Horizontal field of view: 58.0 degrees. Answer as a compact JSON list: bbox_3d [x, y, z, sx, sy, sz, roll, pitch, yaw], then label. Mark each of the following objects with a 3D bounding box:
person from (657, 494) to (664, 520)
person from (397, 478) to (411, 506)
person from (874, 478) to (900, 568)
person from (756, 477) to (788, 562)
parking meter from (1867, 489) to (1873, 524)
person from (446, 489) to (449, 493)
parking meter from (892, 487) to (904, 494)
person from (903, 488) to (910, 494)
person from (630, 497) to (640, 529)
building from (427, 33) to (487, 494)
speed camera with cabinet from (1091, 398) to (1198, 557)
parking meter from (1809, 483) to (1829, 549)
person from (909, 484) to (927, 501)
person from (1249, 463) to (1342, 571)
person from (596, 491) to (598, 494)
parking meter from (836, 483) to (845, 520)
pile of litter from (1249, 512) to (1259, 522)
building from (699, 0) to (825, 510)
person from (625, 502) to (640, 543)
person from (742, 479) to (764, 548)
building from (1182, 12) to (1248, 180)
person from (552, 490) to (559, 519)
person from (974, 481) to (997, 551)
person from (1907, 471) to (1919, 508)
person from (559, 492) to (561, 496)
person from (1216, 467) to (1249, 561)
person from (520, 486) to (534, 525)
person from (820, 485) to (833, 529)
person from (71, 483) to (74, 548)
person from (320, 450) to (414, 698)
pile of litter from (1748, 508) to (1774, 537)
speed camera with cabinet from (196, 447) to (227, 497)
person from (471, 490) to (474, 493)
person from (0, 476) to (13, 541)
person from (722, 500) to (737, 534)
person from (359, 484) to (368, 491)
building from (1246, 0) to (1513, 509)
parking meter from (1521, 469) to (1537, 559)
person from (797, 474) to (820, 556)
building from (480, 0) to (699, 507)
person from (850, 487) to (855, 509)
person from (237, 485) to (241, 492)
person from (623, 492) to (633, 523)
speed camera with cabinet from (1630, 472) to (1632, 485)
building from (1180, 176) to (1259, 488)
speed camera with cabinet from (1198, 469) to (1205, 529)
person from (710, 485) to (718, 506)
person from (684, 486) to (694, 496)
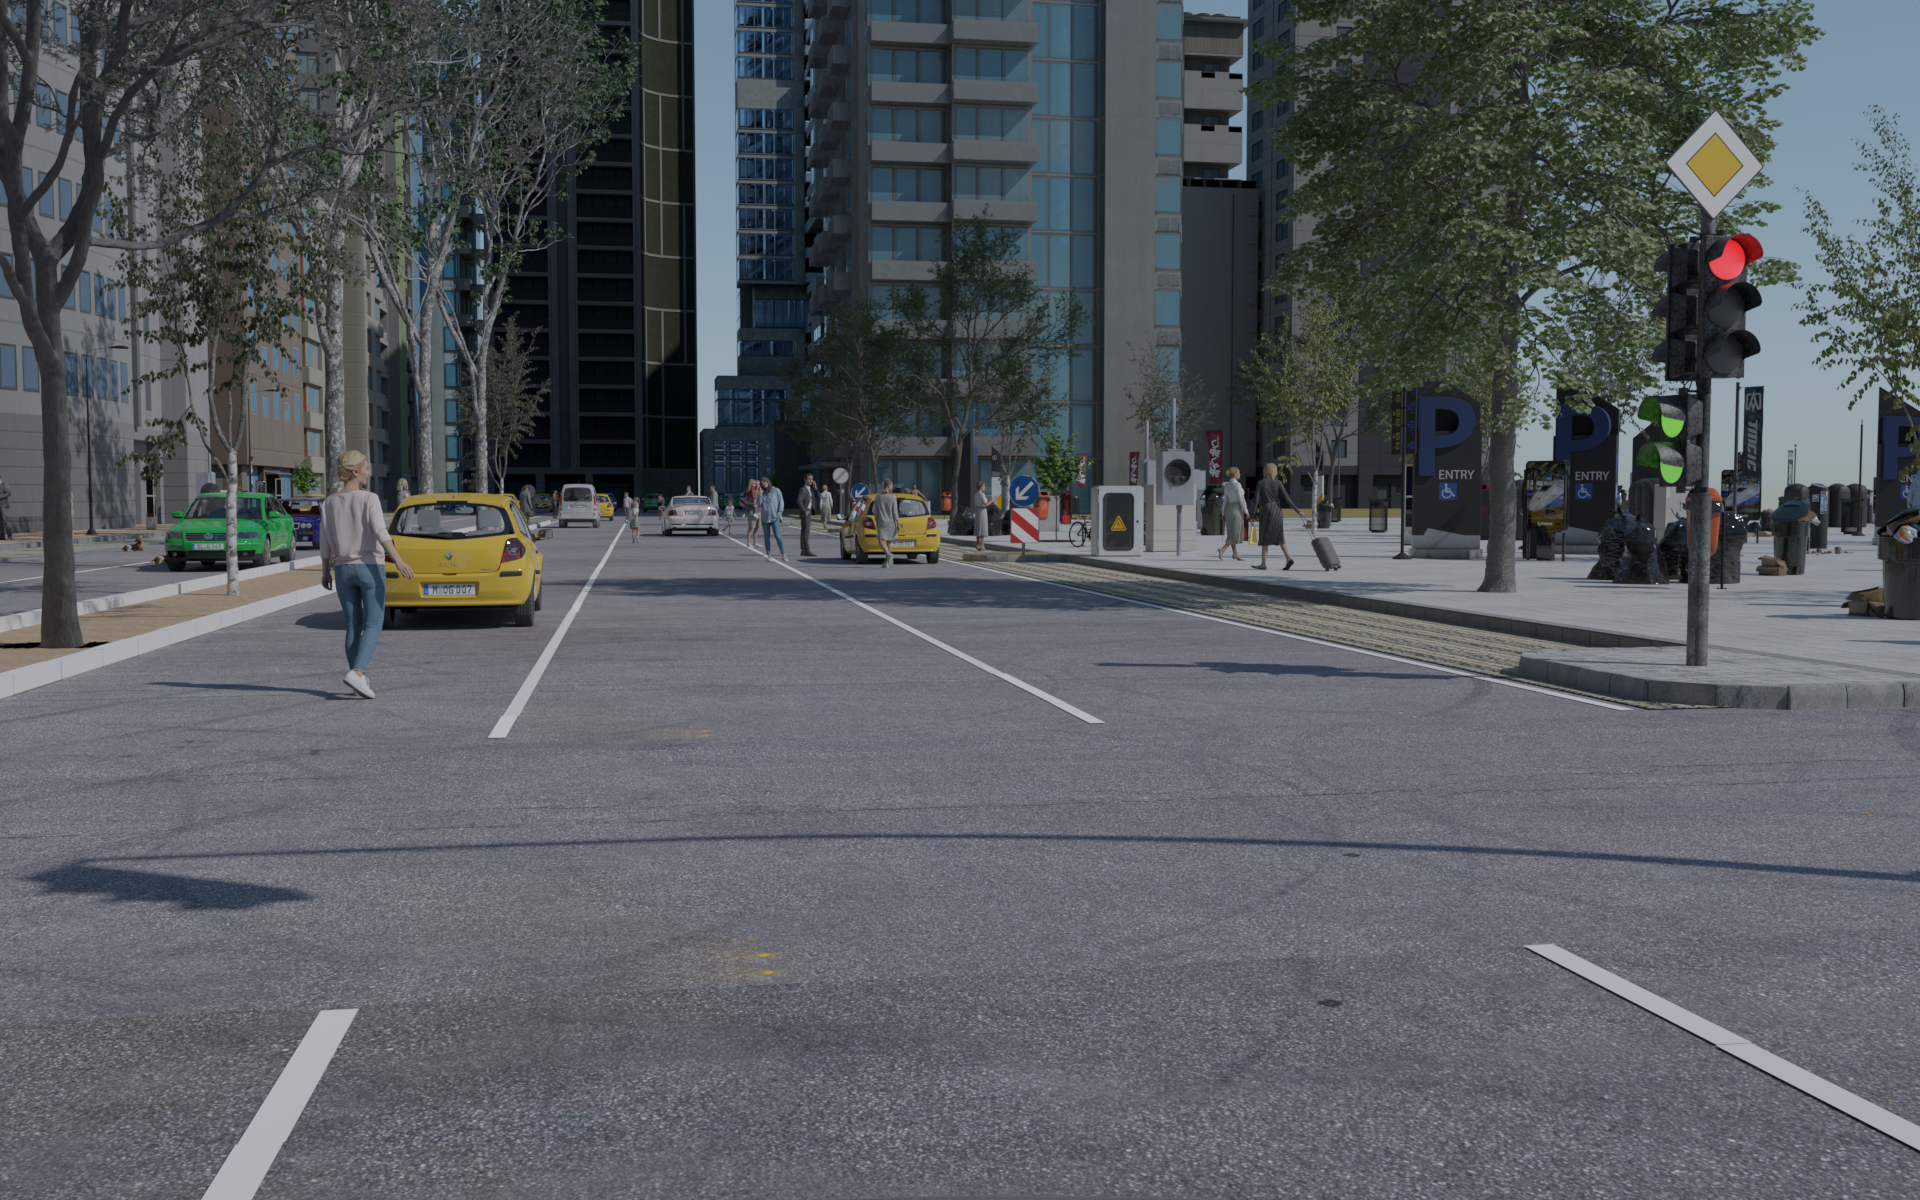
[{"bbox_3d":[-16.702,-5.191,96.609,0.421,1.427,0.697,0,4,-2],"label":"person"},{"bbox_3d":[-13.102,-1.980,41.059,0.526,1.800,0.537,1,4,16],"label":"person"},{"bbox_3d":[-1.390,-1.479,33.432,0.466,1.731,0.760,-2,4,-24],"label":"person"},{"bbox_3d":[-3.987,-1.716,36.822,0.793,1.790,0.793,-1,4,-19],"label":"person"},{"bbox_3d":[39.409,-4.082,75.155,0.372,1.533,0.369,0,3,0],"label":"parking meter"},{"bbox_3d":[-44.774,-8.855,151.492,0.621,1.740,0.551,1,4,11],"label":"person"},{"bbox_3d":[-2.844,-4.237,77.682,0.372,1.533,0.369,0,3,0],"label":"parking meter"},{"bbox_3d":[-1.470,-2.282,47.614,0.589,1.601,0.330,-3,5,-43],"label":"person"},{"bbox_3d":[-13.307,-3.549,70.803,0.394,1.301,0.425,0,4,4],"label":"person"},{"bbox_3d":[-62.713,-33.902,173.909,30.456,49.044,23.786,-1,4,-10],"label":"building"},{"bbox_3d":[3.747,-2.522,35.565,2.038,3.252,0.660,-1,4,-8],"label":"speed camera with cabinet"},{"bbox_3d":[20.160,-1.971,40.639,0.372,1.533,0.369,0,3,0],"label":"parking meter"},{"bbox_3d":[-2.410,-5.235,91.642,1.348,1.823,0.705,-1,4,-9],"label":"person"},{"bbox_3d":[5.569,-1.394,29.051,1.509,1.804,0.699,2,4,35],"label":"person"},{"bbox_3d":[-31.483,-8.649,150.589,1.217,1.739,0.721,2,4,35],"label":"person"},{"bbox_3d":[-5.827,-4.824,84.589,0.255,1.863,0.399,3,4,36],"label":"parking meter"},{"bbox_3d":[14.060,-4.033,79.908,1.719,0.858,1.176,2,4,28],"label":"pile of litter"},{"bbox_3d":[-11.848,-53.109,181.004,31.000,86.520,22.319,-1,4,-10],"label":"building"},{"bbox_3d":[-9.511,-2.247,50.251,0.505,1.210,0.382,1,4,13],"label":"person"},{"bbox_3d":[-5.519,-2.312,46.276,0.573,1.828,0.580,0,4,3],"label":"person"},{"bbox_3d":[16.244,-36.804,190.990,27.495,52.752,28.713,-1,4,-10],"label":"building"},{"bbox_3d":[-23.637,-5.587,101.315,0.593,1.643,0.415,3,4,37],"label":"person"},{"bbox_3d":[0.609,-2.091,43.252,0.524,1.755,0.480,-2,4,-32],"label":"person"},{"bbox_3d":[10.887,-0.803,19.438,0.793,1.790,0.793,1,4,20],"label":"person"},{"bbox_3d":[-32.778,-8.159,142.701,0.742,1.727,0.445,1,4,23],"label":"person"},{"bbox_3d":[5.189,-1.641,33.100,0.641,1.798,0.478,-1,4,-16],"label":"person"},{"bbox_3d":[-20.122,-4.397,80.497,0.694,1.812,0.767,2,4,26],"label":"person"},{"bbox_3d":[-5.499,-3.796,70.795,0.478,1.798,0.641,1,4,16],"label":"person"},{"bbox_3d":[-22.313,-2.103,43.225,0.374,1.781,0.599,-2,4,-29],"label":"person"},{"bbox_3d":[-4.217,-0.187,12.224,0.731,1.740,0.598,0,3,0],"label":"person"},{"bbox_3d":[24.406,-2.340,52.222,1.719,0.858,1.176,2,4,32],"label":"pile of litter"},{"bbox_3d":[-31.680,-4.837,73.418,0.660,3.252,2.038,0,4,0],"label":"speed camera with cabinet"},{"bbox_3d":[-33.650,-6.743,119.458,0.721,1.736,1.217,3,4,36],"label":"person"},{"bbox_3d":[-26.469,-2.564,47.777,0.655,1.846,0.447,2,4,26],"label":"person"},{"bbox_3d":[-8.213,-2.949,61.738,0.382,1.210,0.505,3,5,41],"label":"person"},{"bbox_3d":[-23.293,-3.614,67.395,0.655,1.846,0.447,0,4,-1],"label":"person"},{"bbox_3d":[36.751,-44.104,159.354,20.611,71.187,20.563,-1,4,-10],"label":"building"},{"bbox_3d":[11.331,-1.750,34.322,0.399,1.863,0.255,1,4,22],"label":"parking meter"},{"bbox_3d":[-3.489,-1.971,40.086,0.474,1.900,0.648,0,4,6],"label":"person"},{"bbox_3d":[-37.349,-45.151,176.467,20.611,71.187,20.563,-1,4,-10],"label":"building"},{"bbox_3d":[-6.112,-5.685,99.927,0.436,1.711,0.756,0,4,-4],"label":"person"},{"bbox_3d":[-26.758,-3.389,64.269,0.624,1.780,0.694,1,4,14],"label":"person"},{"bbox_3d":[-16.427,-4.563,85.694,0.503,1.515,0.523,0,4,-3],"label":"person"},{"bbox_3d":[27.483,-4.518,68.205,2.038,3.252,0.660,2,4,24],"label":"speed camera with cabinet"},{"bbox_3d":[18.636,-23.791,160.689,14.107,30.474,14.160,-1,4,-10],"label":"building"},{"bbox_3d":[9.001,-4.264,64.054,0.660,3.252,2.038,-1,4,-18],"label":"speed camera with cabinet"},{"bbox_3d":[-10.650,-4.054,74.888,0.391,1.810,0.635,-1,4,-11],"label":"person"},{"bbox_3d":[-13.138,-4.615,83.915,0.622,1.834,0.822,1,4,22],"label":"person"}]
